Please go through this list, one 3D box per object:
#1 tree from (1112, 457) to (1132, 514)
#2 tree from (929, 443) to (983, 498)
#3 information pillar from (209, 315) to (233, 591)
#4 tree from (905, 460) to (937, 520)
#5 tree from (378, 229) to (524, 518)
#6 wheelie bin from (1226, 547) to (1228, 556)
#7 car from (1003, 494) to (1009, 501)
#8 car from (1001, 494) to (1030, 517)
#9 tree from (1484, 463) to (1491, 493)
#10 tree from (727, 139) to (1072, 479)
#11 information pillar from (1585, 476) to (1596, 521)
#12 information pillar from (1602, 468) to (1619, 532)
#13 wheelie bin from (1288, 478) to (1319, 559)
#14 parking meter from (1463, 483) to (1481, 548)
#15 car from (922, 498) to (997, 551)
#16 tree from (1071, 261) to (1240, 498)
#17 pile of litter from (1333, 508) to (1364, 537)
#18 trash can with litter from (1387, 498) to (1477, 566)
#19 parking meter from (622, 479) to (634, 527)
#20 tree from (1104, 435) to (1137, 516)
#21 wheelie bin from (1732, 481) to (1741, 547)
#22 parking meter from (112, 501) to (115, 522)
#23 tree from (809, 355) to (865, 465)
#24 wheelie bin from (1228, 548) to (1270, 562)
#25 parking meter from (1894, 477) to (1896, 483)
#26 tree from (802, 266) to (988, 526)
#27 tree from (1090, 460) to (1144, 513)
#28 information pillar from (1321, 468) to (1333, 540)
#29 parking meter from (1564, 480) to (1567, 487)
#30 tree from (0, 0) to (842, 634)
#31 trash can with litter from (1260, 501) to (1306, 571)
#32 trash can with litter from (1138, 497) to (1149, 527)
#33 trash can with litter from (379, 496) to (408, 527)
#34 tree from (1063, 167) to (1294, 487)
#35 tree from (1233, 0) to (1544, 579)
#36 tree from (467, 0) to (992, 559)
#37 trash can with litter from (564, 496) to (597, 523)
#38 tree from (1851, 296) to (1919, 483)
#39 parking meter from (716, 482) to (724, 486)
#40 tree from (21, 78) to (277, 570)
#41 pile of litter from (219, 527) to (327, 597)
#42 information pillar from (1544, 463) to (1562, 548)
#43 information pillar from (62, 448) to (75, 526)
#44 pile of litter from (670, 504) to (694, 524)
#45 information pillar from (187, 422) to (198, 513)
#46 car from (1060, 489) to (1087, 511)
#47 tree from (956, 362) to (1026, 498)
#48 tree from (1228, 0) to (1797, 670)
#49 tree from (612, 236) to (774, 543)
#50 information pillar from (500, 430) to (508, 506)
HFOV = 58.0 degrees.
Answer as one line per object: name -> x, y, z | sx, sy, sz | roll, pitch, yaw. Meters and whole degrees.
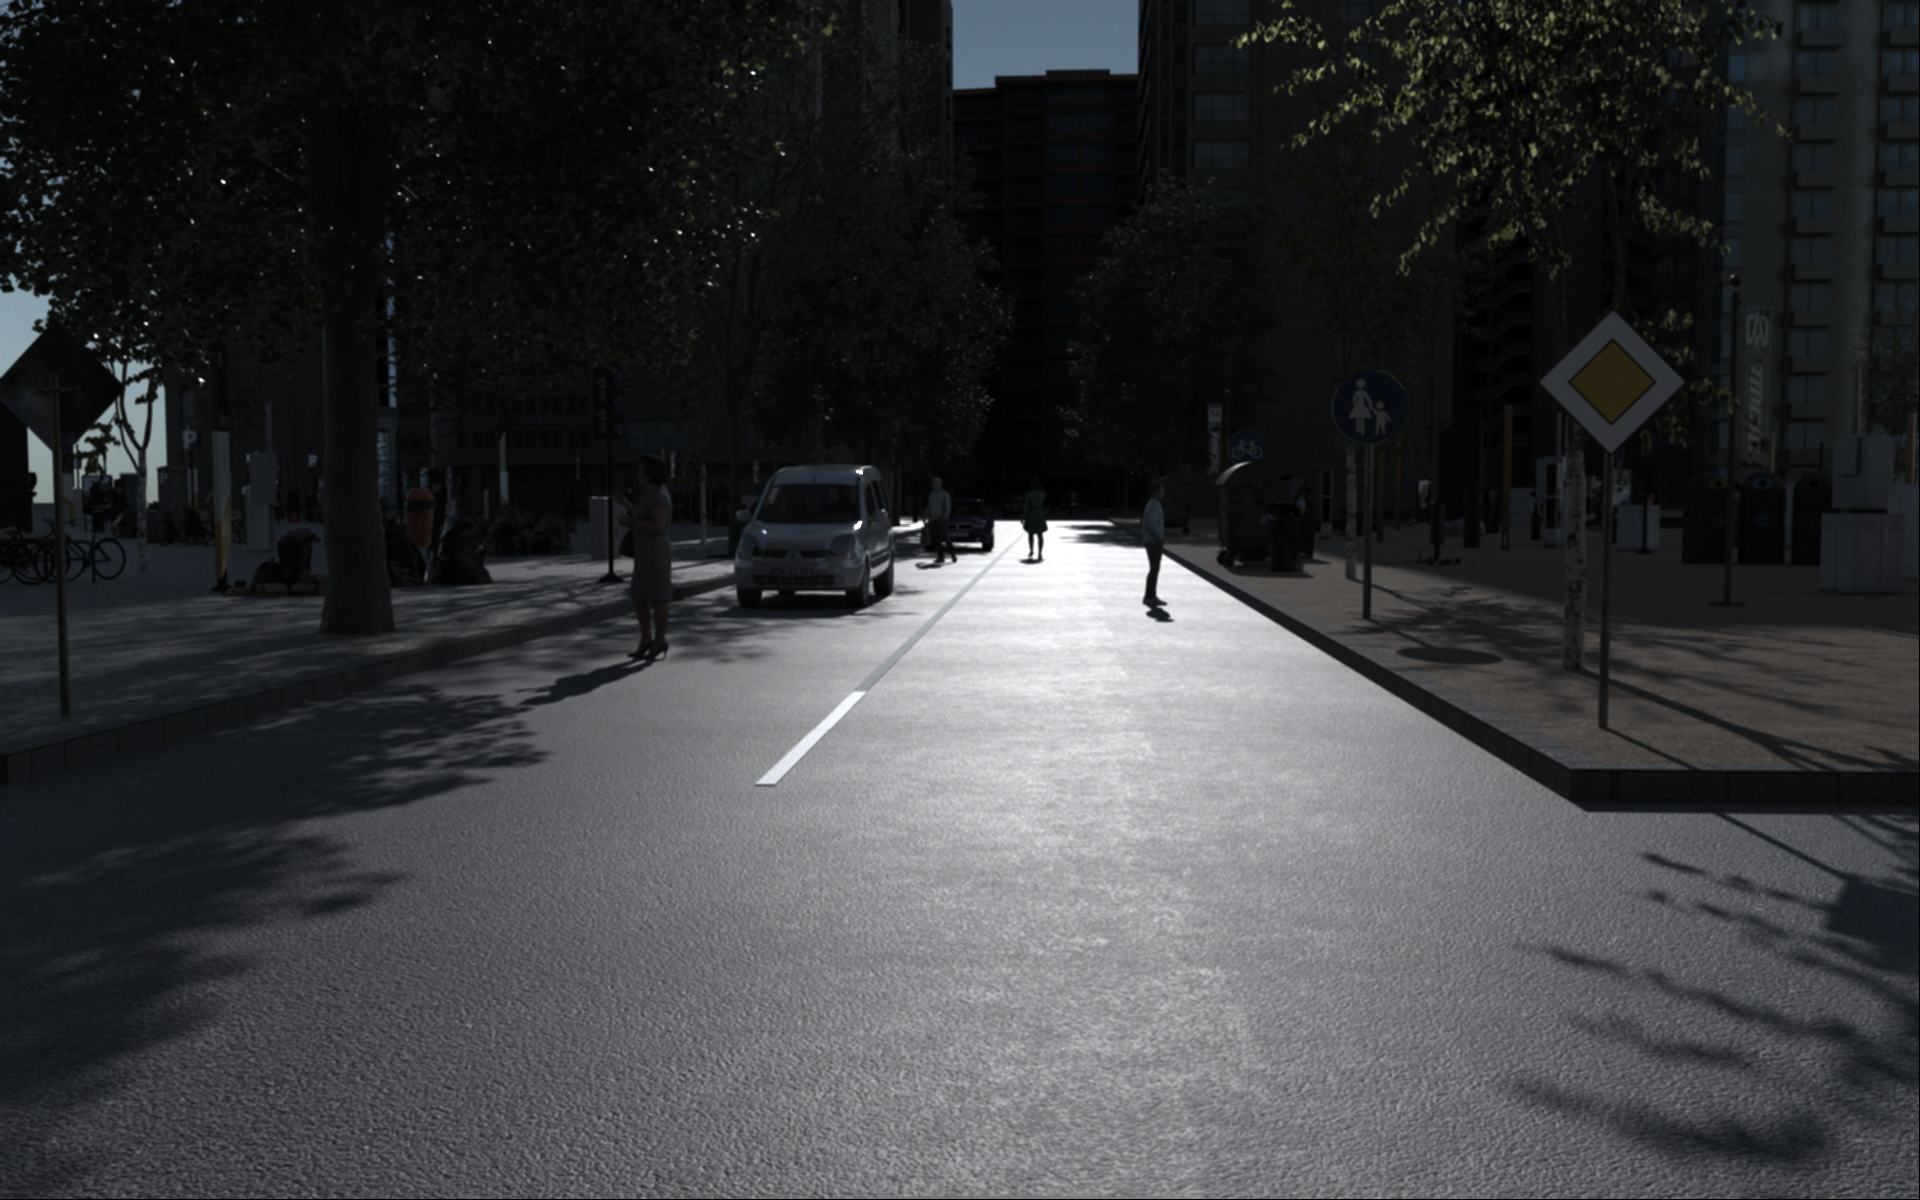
tree -> 10.357, -9.840, 111.242 | 4.360, 8.622, 3.978 | 0, 3, 0
tree -> -0.223, -7.183, 101.149 | 4.285, 4.588, 4.351 | 0, 3, 0
information pillar -> -9.803, -1.933, 22.966 | 0.183, 3.616, 0.504 | 0, 4, -8
tree -> -1.999, -5.659, 87.126 | 1.663, 3.219, 1.824 | 0, 3, 0
tree -> -14.051, -5.948, 47.609 | 4.360, 8.622, 3.978 | 0, 3, 0
wheelie bin -> 5.801, -1.703, 35.744 | 0.980, 1.594, 0.693 | -1, 4, -14
car -> 4.075, -7.167, 127.398 | 2.015, 1.641, 3.980 | 0, 4, 2
car -> 3.588, -6.051, 108.726 | 2.009, 1.686, 4.222 | 0, 4, 5
tree -> 22.781, -4.996, 76.286 | 1.663, 3.219, 1.824 | 0, 3, 0
tree -> -2.873, -8.454, 55.225 | 9.611, 12.733, 9.660 | 0, 3, 0
information pillar -> 25.996, -4.094, 71.426 | 0.304, 2.012, 0.304 | -3, 5, -43
information pillar -> 18.523, -2.741, 49.307 | 0.304, 2.012, 0.304 | -1, 4, -12
wheelie bin -> 6.719, -1.630, 34.567 | 0.693, 1.594, 0.980 | -1, 4, -21
parking meter -> 12.263, -2.022, 41.475 | 0.372, 1.533, 0.369 | 0, 3, 0
car -> 0.008, -1.990, 45.121 | 1.945, 1.354, 3.894 | 0, 4, 2
tree -> 9.285, -10.176, 83.378 | 9.611, 12.733, 9.660 | 0, 3, 0
pile of litter -> 11.993, -2.384, 52.939 | 1.176, 0.858, 1.719 | 1, 4, 21
trash can with litter -> 8.641, -1.272, 31.849 | 1.678, 1.210, 2.233 | 1, 4, 19
parking meter -> -12.892, -3.768, 67.324 | 0.399, 1.863, 0.255 | -3, 5, -43
tree -> 9.515, -9.193, 100.670 | 4.737, 8.622, 4.395 | 0, 3, 0
wheelie bin -> 18.623, -2.089, 42.070 | 0.693, 1.594, 0.980 | -3, 4, -39
parking meter -> -39.209, -4.405, 80.439 | 0.372, 1.533, 0.369 | 0, 3, 0
tree -> -5.214, -7.964, 80.567 | 4.737, 8.622, 4.395 | 0, 3, 0
wheelie bin -> 5.590, -1.540, 33.084 | 0.693, 1.594, 0.980 | 1, 4, 18
parking meter -> 31.531, -3.239, 58.667 | 0.255, 1.863, 0.399 | 3, 4, 36
tree -> -2.678, -8.754, 68.884 | 9.928, 11.665, 9.643 | 0, 3, 0
tree -> 10.977, -8.237, 118.386 | 4.285, 4.588, 4.351 | 0, 3, 0
information pillar -> 10.368, -2.719, 48.951 | 0.304, 2.012, 0.304 | 1, 4, 17
parking meter -> 24.080, -3.871, 69.002 | 0.399, 1.863, 0.255 | -1, 4, -9
tree -> -5.523, -6.675, 15.793 | 9.857, 13.997, 8.962 | 0, 3, 0
trash can with litter -> 5.425, -1.076, 28.983 | 0.624, 1.170, 1.055 | 1, 4, 23
trash can with litter -> 7.400, -3.376, 66.579 | 1.055, 1.170, 0.624 | 2, 4, 25
trash can with litter -> -22.248, -3.447, 67.413 | 2.233, 1.210, 1.678 | 0, 4, 5
tree -> 8.775, -9.946, 69.272 | 9.857, 13.997, 8.962 | 0, 3, 0
tree -> 6.117, -4.618, 25.873 | 4.737, 8.622, 4.395 | 0, 3, 0
tree -> -4.472, -7.580, 34.299 | 12.009, 13.543, 11.850 | 0, 3, 0
trash can with litter -> -16.662, -4.062, 77.475 | 2.233, 1.210, 1.678 | 2, 4, 23
tree -> 35.524, -7.025, 65.215 | 4.737, 8.622, 4.395 | 0, 3, 0
parking meter -> -11.588, -4.761, 83.545 | 0.399, 1.863, 0.255 | -1, 4, -13
tree -> -13.770, -4.823, 29.215 | 4.737, 8.622, 4.395 | 0, 3, 0
pile of litter -> -8.494, -0.493, 22.023 | 1.719, 0.858, 1.176 | 1, 4, 13
information pillar -> 14.130, -2.250, 41.273 | 0.304, 2.012, 0.304 | 3, 4, 39
information pillar -> -36.265, -4.828, 70.289 | 0.504, 3.616, 0.183 | -2, 4, -31
pile of litter -> -12.252, -3.715, 74.706 | 1.719, 0.858, 1.176 | -2, 4, -25
information pillar -> -24.990, -3.978, 56.392 | 0.504, 3.616, 0.183 | 3, 5, 41
car -> 9.450, -8.315, 144.626 | 2.281, 1.827, 5.304 | 0, 4, 4
tree -> 1.116, -11.303, 119.214 | 7.601, 10.594, 8.767 | 0, 4, 8
tree -> 4.303, -3.790, 12.327 | 4.360, 8.622, 3.978 | 0, 3, 0
tree -> -6.995, -5.808, 45.316 | 4.737, 8.622, 4.395 | 0, 3, 0
information pillar -> -16.683, -4.406, 63.396 | 0.183, 3.616, 0.504 | -3, 5, -41
